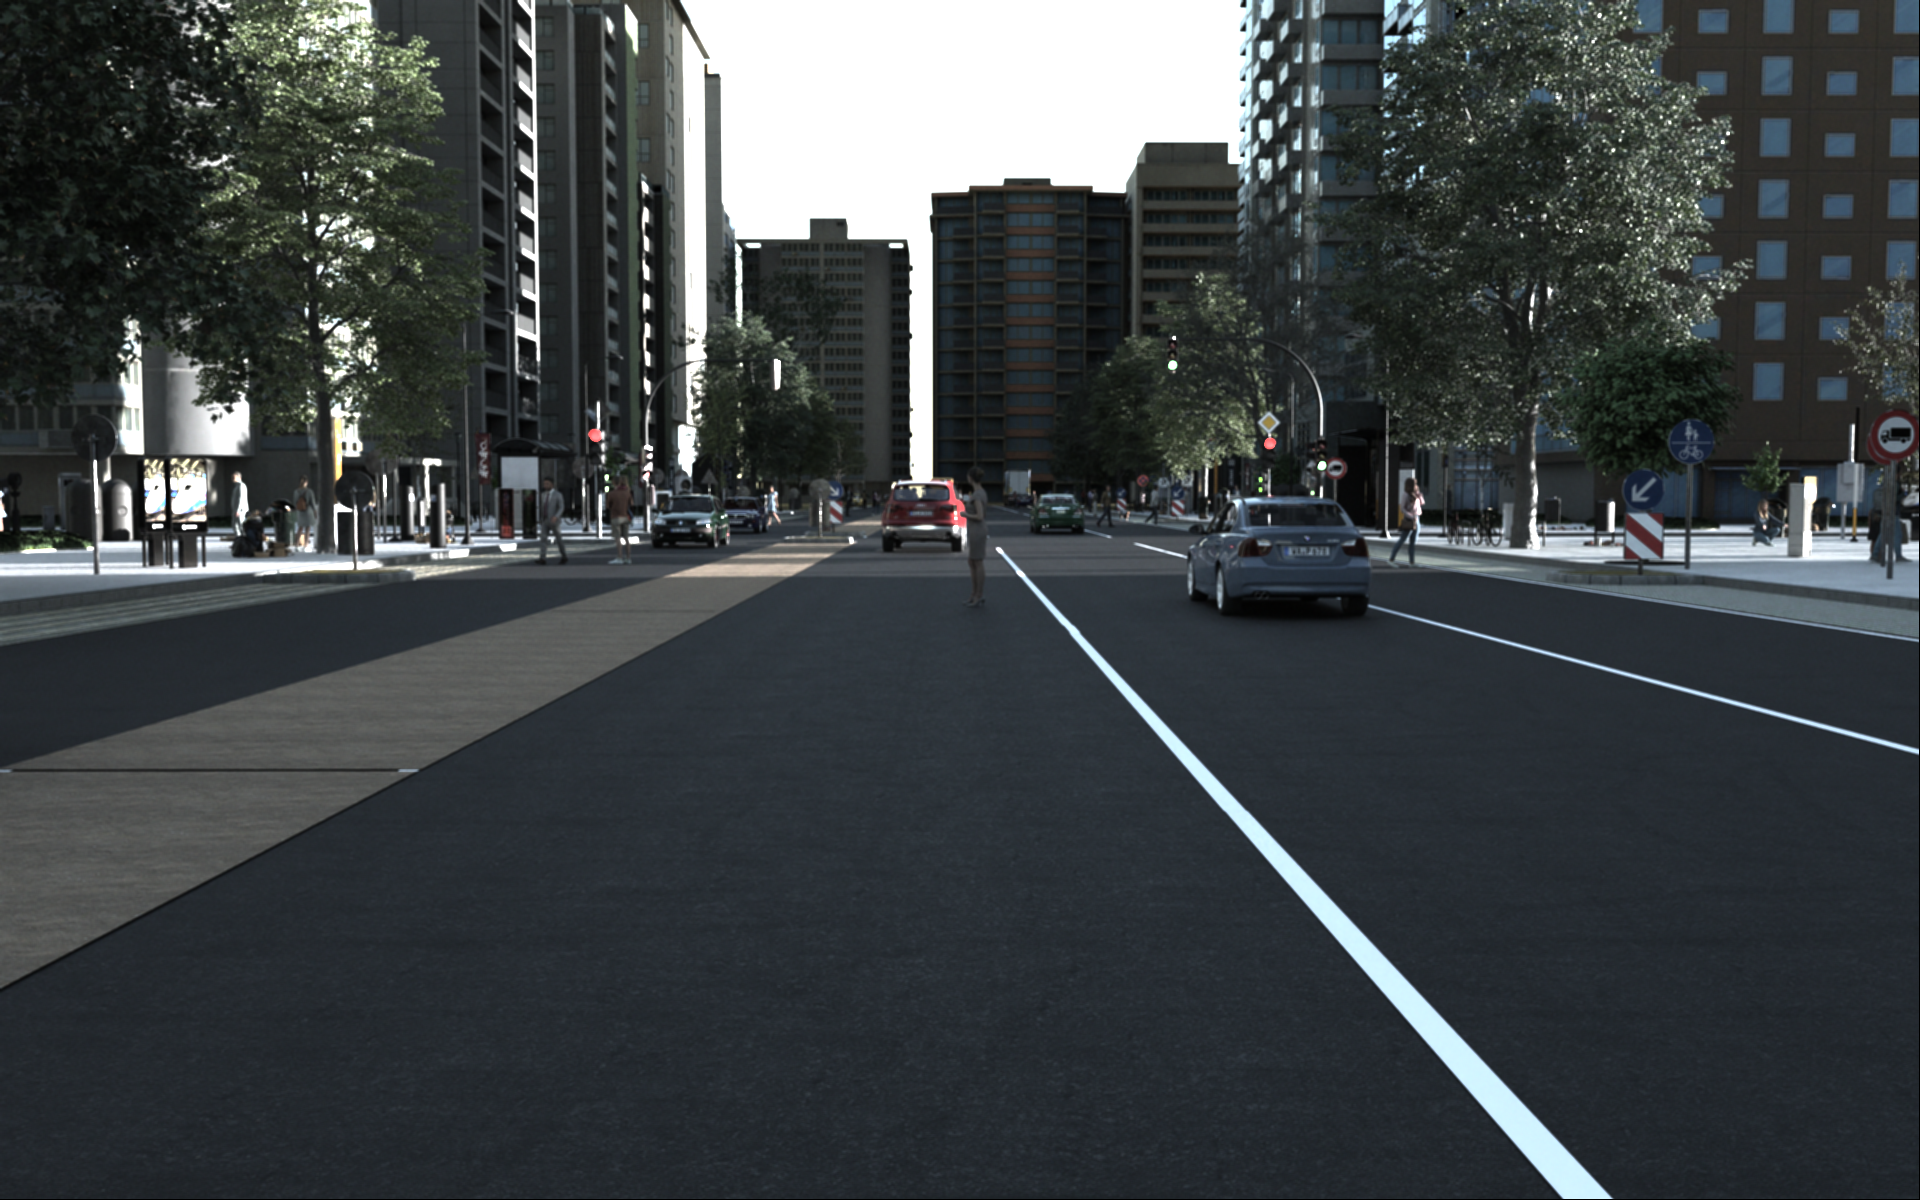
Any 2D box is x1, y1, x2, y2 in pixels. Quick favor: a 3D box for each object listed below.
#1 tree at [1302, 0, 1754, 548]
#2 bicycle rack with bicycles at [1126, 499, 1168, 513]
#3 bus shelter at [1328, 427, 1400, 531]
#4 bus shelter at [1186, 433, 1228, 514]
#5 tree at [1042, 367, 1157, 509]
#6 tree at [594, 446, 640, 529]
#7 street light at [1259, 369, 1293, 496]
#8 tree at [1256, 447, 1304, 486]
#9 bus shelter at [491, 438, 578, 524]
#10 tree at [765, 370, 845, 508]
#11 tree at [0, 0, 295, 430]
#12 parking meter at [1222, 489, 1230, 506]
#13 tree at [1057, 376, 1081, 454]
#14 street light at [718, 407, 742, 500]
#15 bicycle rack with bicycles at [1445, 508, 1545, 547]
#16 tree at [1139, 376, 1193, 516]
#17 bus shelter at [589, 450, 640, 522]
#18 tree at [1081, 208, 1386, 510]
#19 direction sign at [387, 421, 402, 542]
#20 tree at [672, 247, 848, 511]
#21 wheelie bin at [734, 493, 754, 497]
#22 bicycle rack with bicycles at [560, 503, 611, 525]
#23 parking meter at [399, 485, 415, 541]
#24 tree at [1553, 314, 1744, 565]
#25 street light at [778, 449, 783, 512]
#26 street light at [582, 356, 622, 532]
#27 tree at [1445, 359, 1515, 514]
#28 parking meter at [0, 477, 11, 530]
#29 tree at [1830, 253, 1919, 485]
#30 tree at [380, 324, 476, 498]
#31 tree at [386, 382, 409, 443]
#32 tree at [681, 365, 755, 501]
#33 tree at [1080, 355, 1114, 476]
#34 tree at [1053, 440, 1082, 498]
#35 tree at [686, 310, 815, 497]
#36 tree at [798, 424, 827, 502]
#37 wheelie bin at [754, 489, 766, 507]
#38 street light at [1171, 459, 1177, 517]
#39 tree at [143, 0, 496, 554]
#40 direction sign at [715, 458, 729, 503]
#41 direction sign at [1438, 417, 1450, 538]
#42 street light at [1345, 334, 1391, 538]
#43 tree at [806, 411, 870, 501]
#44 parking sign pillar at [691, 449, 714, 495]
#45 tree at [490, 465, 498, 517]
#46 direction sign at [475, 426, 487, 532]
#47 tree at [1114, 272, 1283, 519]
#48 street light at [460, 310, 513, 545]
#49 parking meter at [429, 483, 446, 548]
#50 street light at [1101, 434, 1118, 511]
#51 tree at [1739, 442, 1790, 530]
[{"bbox_3d":[13.297,-8.203,40.769,9.857,13.997,8.962,0,3,0],"label":"tree"},{"bbox_3d":[12.600,-6.615,121.538,2.852,0.926,2.925,-2,4,-29],"label":"bicycle rack with bicycles"},{"bbox_3d":[15.002,-4.411,63.399,1.731,3.624,6.357,0,4,0],"label":"bus shelter"},{"bbox_3d":[15.847,-8.185,111.460,2.179,5.291,8.768,0,4,0],"label":"bus shelter"},{"bbox_3d":[12.716,-14.350,151.626,9.611,12.733,9.660,0,3,0],"label":"tree"},{"bbox_3d":[-12.839,-4.206,63.376,1.663,3.219,1.824,0,3,0],"label":"tree"},{"bbox_3d":[11.813,-5.627,64.535,1.470,5.913,1.316,0,4,0],"label":"street light"},{"bbox_3d":[22.276,-8.361,120.418,4.285,4.588,4.351,0,3,0],"label":"tree"},{"bbox_3d":[-15.884,-4.336,64.825,2.014,3.302,5.546,0,4,0],"label":"bus shelter"},{"bbox_3d":[-13.955,-14.470,154.703,7.486,12.596,7.792,0,3,0],"label":"tree"},{"bbox_3d":[-12.915,-6.369,21.135,9.611,12.733,9.660,0,3,0],"label":"tree"},{"bbox_3d":[12.968,-4.656,84.543,0.372,1.533,0.369,0,3,0],"label":"parking meter"},{"bbox_3d":[12.825,-13.958,138.586,12.009,13.543,11.850,0,3,0],"label":"tree"},{"bbox_3d":[-12.283,-7.316,92.166,1.470,5.913,1.316,0,4,0],"label":"street light"},{"bbox_3d":[13.448,-1.831,43.322,2.852,0.926,2.925,1,4,12],"label":"bicycle rack with bicycles"},{"bbox_3d":[12.314,-9.263,101.813,4.737,8.622,4.395,0,3,0],"label":"tree"},{"bbox_3d":[-15.888,-5.317,80.856,2.014,3.302,5.546,0,4,0],"label":"bus shelter"},{"bbox_3d":[13.030,-9.998,73.834,12.009,13.543,11.850,0,3,0],"label":"tree"},{"bbox_3d":[-15.187,-3.330,46.448,0.379,3.537,0.876,-3,4,-37],"label":"direction sign"},{"bbox_3d":[-15.352,-16.999,133.827,12.611,20.169,13.585,0,3,0],"label":"tree"},{"bbox_3d":[-12.989,-5.816,102.992,0.693,1.594,0.980,2,4,27],"label":"wheelie bin"},{"bbox_3d":[-15.684,-3.628,72.697,2.925,0.926,2.852,1,4,21],"label":"bicycle rack with bicycles"},{"bbox_3d":[-15.155,-2.389,47.464,0.372,1.533,0.369,0,3,0],"label":"parking meter"},{"bbox_3d":[12.547,-2.937,31.732,4.285,4.588,4.351,0,3,0],"label":"tree"},{"bbox_3d":[-12.565,-9.410,126.394,1.470,5.913,1.316,0,4,0],"label":"street light"},{"bbox_3d":[-12.025,-5.243,58.270,1.470,5.913,1.316,0,4,0],"label":"street light"},{"bbox_3d":[23.365,-7.752,77.106,4.360,8.622,3.978,0,3,0],"label":"tree"},{"bbox_3d":[-33.496,-3.358,60.615,0.255,1.863,0.399,1,4,16],"label":"parking meter"},{"bbox_3d":[24.129,-5.648,42.715,4.360,8.622,3.978,0,3,0],"label":"tree"},{"bbox_3d":[-22.959,-7.541,73.654,4.360,8.622,3.978,0,3,0],"label":"tree"},{"bbox_3d":[-34.038,-9.118,99.438,4.737,8.622,4.395,0,3,0],"label":"tree"},{"bbox_3d":[-13.611,-9.028,97.965,4.737,8.622,4.395,0,3,0],"label":"tree"},{"bbox_3d":[12.330,-12.560,123.485,7.486,12.596,7.792,0,3,0],"label":"tree"},{"bbox_3d":[11.598,-13.867,177.089,4.737,8.622,4.395,0,3,0],"label":"tree"},{"bbox_3d":[-14.180,-13.015,119.452,9.857,13.997,8.962,0,3,0],"label":"tree"},{"bbox_3d":[-14.621,-13.567,172.184,4.737,8.622,4.395,0,3,0],"label":"tree"},{"bbox_3d":[-13.532,-6.678,117.099,0.980,1.594,0.693,3,5,40],"label":"wheelie bin"},{"bbox_3d":[11.631,-7.692,98.299,1.470,5.913,1.316,0,4,0],"label":"street light"},{"bbox_3d":[-14.100,-7.281,37.170,7.486,12.596,7.792,0,3,0],"label":"tree"},{"bbox_3d":[-14.937,-7.135,108.651,0.876,3.537,0.379,0,4,0],"label":"direction sign"},{"bbox_3d":[14.291,-3.611,51.030,0.379,3.537,0.876,0,4,6],"label":"direction sign"},{"bbox_3d":[11.896,-4.771,50.551,1.470,5.913,1.316,0,4,0],"label":"street light"},{"bbox_3d":[-14.146,-16.541,204.861,7.601,10.594,8.767,-1,4,-14],"label":"tree"},{"bbox_3d":[-15.112,-6.928,101.744,1.447,3.967,1.447,-1,4,-16],"label":"parking sign pillar"},{"bbox_3d":[-26.201,-6.396,99.184,1.663,3.219,1.824,0,3,0],"label":"tree"},{"bbox_3d":[-16.088,-4.040,58.045,0.379,3.537,0.876,-2,4,-26],"label":"direction sign"},{"bbox_3d":[12.753,-10.421,88.512,7.486,12.596,7.792,0,3,0],"label":"tree"},{"bbox_3d":[-11.971,-4.360,43.832,1.470,5.913,1.316,0,4,0],"label":"street light"},{"bbox_3d":[-12.412,-2.003,41.156,0.372,1.533,0.369,0,3,0],"label":"parking meter"},{"bbox_3d":[11.415,-9.772,132.320,1.470,5.913,1.316,0,4,0],"label":"street light"},{"bbox_3d":[29.211,-4.153,62.505,1.663,3.219,1.824,0,3,0],"label":"tree"}]
